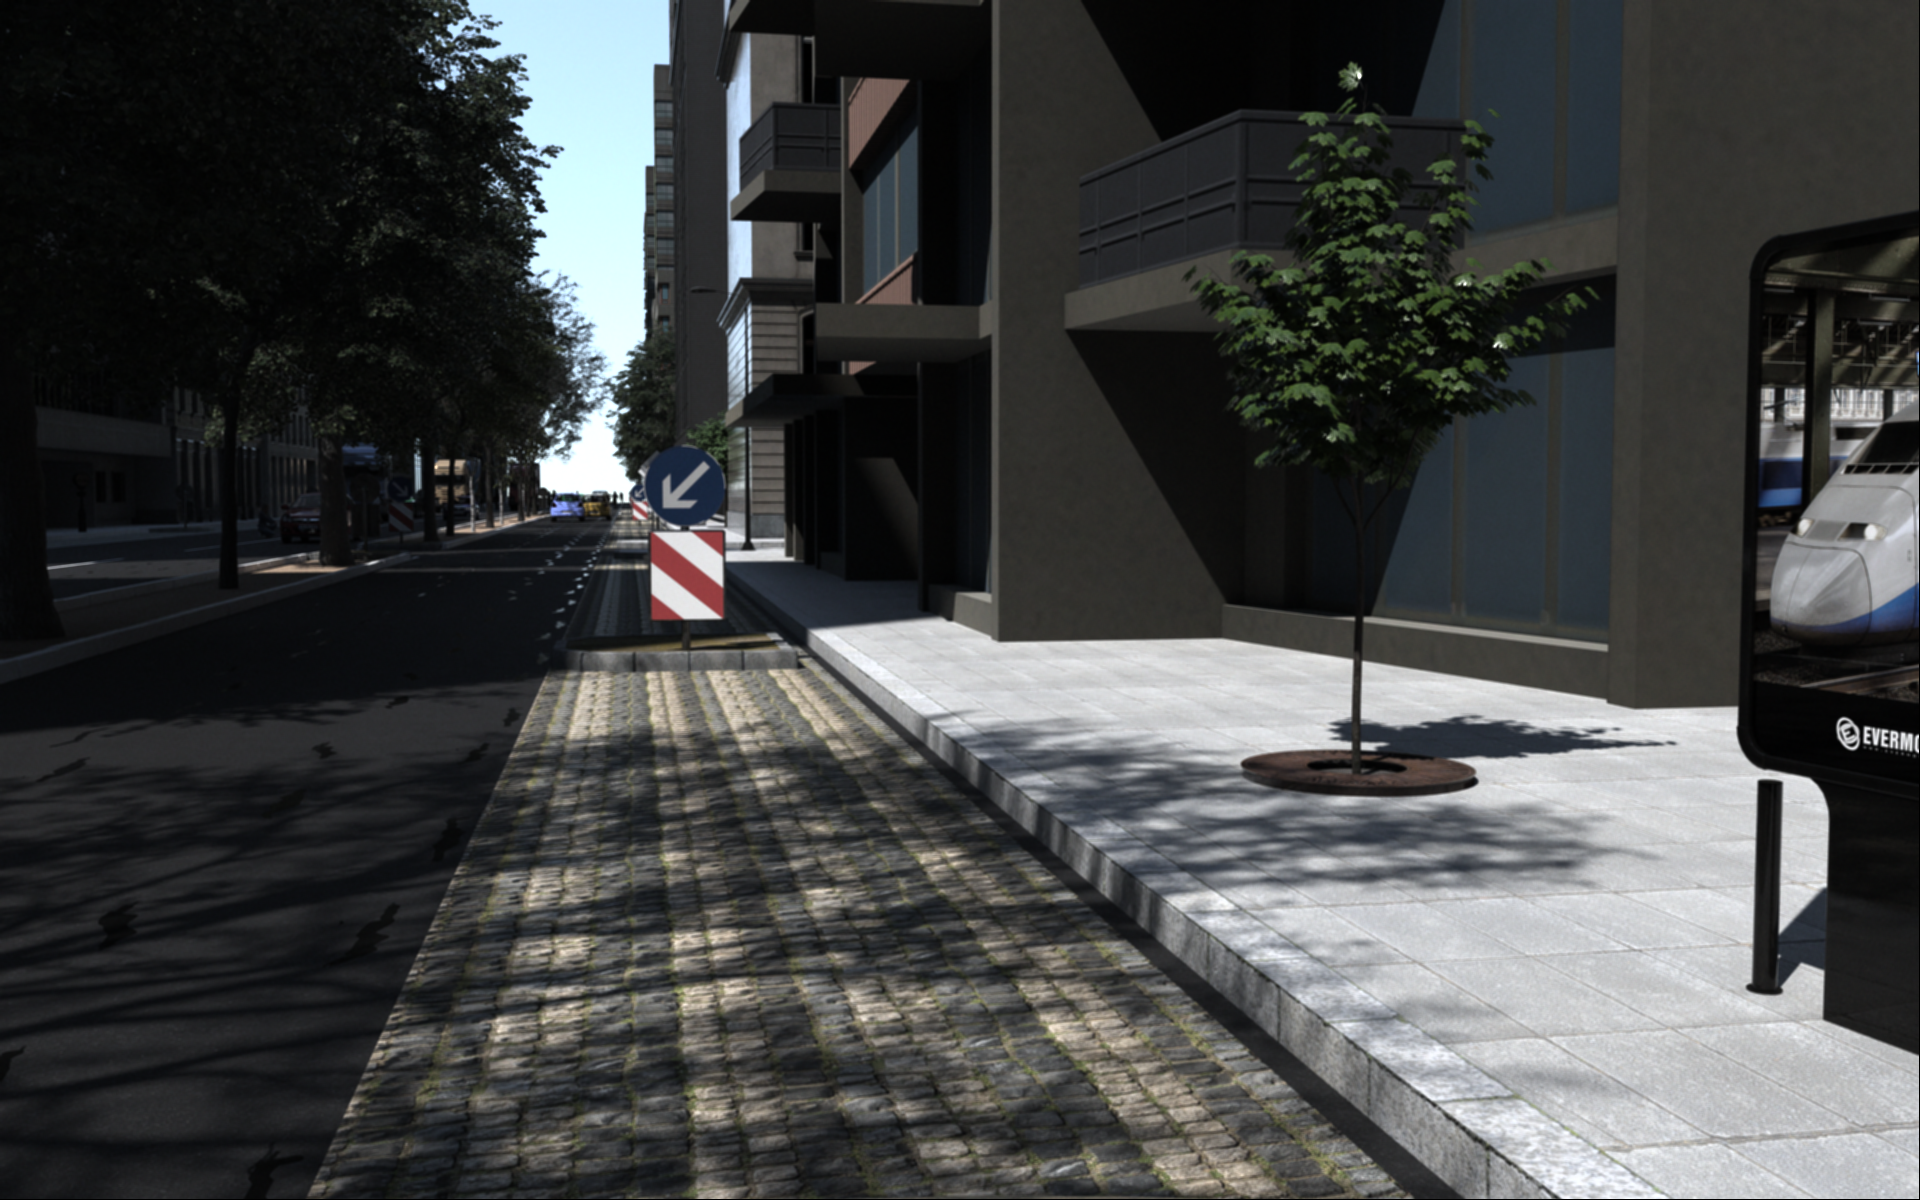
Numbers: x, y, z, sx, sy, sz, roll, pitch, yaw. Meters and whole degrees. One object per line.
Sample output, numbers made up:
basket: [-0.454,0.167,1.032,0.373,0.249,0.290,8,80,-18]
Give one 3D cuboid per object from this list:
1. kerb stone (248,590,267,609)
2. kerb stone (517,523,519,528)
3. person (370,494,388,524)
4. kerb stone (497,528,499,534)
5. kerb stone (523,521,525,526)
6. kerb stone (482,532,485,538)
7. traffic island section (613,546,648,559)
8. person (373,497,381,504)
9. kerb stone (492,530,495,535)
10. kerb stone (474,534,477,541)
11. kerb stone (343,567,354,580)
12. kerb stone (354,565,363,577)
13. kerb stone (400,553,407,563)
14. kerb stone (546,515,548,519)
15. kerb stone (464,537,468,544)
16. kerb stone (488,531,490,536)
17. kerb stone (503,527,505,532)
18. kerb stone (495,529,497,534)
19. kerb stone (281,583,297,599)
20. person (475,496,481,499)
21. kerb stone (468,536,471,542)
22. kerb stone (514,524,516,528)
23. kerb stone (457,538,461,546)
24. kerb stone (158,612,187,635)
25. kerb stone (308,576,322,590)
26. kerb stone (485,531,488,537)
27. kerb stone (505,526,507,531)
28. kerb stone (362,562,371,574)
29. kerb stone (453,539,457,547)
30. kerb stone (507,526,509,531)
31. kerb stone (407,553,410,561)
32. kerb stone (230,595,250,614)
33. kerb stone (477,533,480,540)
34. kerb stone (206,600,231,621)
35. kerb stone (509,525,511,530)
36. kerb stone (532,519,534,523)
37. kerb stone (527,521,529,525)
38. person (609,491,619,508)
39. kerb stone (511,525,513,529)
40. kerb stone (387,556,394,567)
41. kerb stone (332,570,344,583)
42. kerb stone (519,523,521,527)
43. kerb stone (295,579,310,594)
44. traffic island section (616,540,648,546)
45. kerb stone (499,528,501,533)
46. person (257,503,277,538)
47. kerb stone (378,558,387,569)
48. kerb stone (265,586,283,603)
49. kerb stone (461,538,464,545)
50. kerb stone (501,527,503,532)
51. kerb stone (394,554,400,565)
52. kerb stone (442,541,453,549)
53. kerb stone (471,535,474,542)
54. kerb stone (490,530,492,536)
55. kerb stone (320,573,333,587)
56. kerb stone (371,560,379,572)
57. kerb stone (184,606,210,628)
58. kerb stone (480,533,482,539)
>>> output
kerb stone: [-9.007,0.012,22.007,0.120,0.150,1.000,-1,4,-11]
kerb stone: [-18.756,-3.099,72.867,0.120,0.150,1.000,-1,4,-11]
person: [-27.250,-4.476,81.907,1.509,1.804,0.699,-2,4,-24]
kerb stone: [-16.628,-2.419,61.794,0.120,0.150,1.000,-1,4,-11]
kerb stone: [-19.526,-3.346,76.907,0.120,0.150,1.000,-1,4,-11]
kerb stone: [-15.475,-2.048,55.737,0.120,0.150,1.000,-1,4,-11]
traffic island section: [-6.799,-1.031,39.141,2.009,0.180,2.903,-1,4,-11]
person: [-27.210,-4.302,80.651,0.330,1.601,0.589,1,4,16]
kerb stone: [-16.246,-2.296,59.775,0.120,0.150,1.000,-1,4,-11]
kerb stone: [-14.891,-1.863,52.715,0.120,0.150,1.000,-1,4,-11]
kerb stone: [-10.354,-0.419,29.054,0.120,0.150,1.000,-1,4,-11]
kerb stone: [-10.549,-0.481,30.057,0.120,0.150,1.000,-1,4,-11]
kerb stone: [-11.707,-0.850,36.097,0.120,0.150,1.000,-1,4,-11]
kerb stone: [-23.580,-4.640,98.057,0.120,0.150,1.000,-1,4,-11]
kerb stone: [-14.312,-1.681,49.703,0.120,0.150,1.000,-1,4,-11]
kerb stone: [-15.865,-2.175,57.754,0.120,0.150,1.000,-1,4,-11]
kerb stone: [-17.214,-2.608,64.829,0.120,0.150,1.000,-1,4,-11]
kerb stone: [-16.439,-2.359,60.788,0.120,0.150,1.000,-1,4,-11]
kerb stone: [-9.392,-0.110,24.016,0.120,0.150,1.000,-1,4,-11]
person: [-46.570,-9.665,166.604,1.350,1.814,0.705,3,5,39]
kerb stone: [-14.507,-1.744,50.706,0.120,0.150,1.000,-1,4,-11]
kerb stone: [-18.373,-2.976,70.859,0.120,0.150,1.000,-1,4,-11]
kerb stone: [-13.923,-1.557,47.689,0.120,0.150,1.000,-1,4,-11]
kerb stone: [-8.234,0.261,17.968,0.120,0.150,1.000,-1,4,-11]
kerb stone: [-9.776,-0.234,26.025,0.120,0.150,1.000,-1,4,-11]
kerb stone: [-15.664,-2.113,56.745,0.120,0.150,1.000,-1,4,-11]
kerb stone: [-17.404,-2.665,65.834,0.120,0.150,1.000,-1,4,-11]
kerb stone: [-10.743,-0.542,31.061,0.120,0.150,1.000,-1,4,-11]
kerb stone: [-13.732,-1.496,46.679,0.120,0.150,1.000,-1,4,-11]
kerb stone: [-17.598,-2.731,66.840,0.120,0.150,1.000,-1,4,-11]
kerb stone: [-11.905,-0.912,37.100,0.120,0.150,1.000,-1,4,-11]
kerb stone: [-8.808,0.073,21.004,0.120,0.150,1.000,-1,4,-11]
kerb stone: [-15.084,-1.928,53.725,0.120,0.150,1.000,-1,4,-11]
kerb stone: [-8.624,0.135,19.993,0.120,0.150,1.000,-1,4,-11]
kerb stone: [-17.792,-2.792,67.843,0.120,0.150,1.000,-1,4,-11]
kerb stone: [-20.877,-3.771,83.951,0.120,0.150,1.000,-1,4,-11]
kerb stone: [-20.112,-3.526,79.919,0.120,0.150,1.000,-1,4,-11]
person: [-34.713,-10.072,173.909,0.721,1.736,1.217,3,4,39]
kerb stone: [-17.981,-2.854,68.853,0.120,0.150,1.000,-1,4,-11]
kerb stone: [-11.321,-0.727,34.090,0.120,0.150,1.000,-1,4,-11]
kerb stone: [-10.166,-0.355,28.049,0.120,0.150,1.000,-1,4,-11]
kerb stone: [-18.945,-3.160,73.881,0.120,0.150,1.000,-1,4,-11]
kerb stone: [-9.581,-0.167,25.020,0.120,0.150,1.000,-1,4,-11]
traffic island section: [-8.303,-1.511,46.984,2.009,0.180,2.903,-1,4,-11]
kerb stone: [-16.828,-2.479,62.810,0.120,0.150,1.000,-1,4,-11]
person: [-22.591,-2.611,56.688,0.738,1.151,1.012,0,4,-7]
kerb stone: [-11.130,-0.666,33.081,0.120,0.150,1.000,-1,4,-11]
kerb stone: [-9.196,-0.050,23.012,0.120,0.150,1.000,-1,4,-11]
kerb stone: [-14.122,-1.621,48.698,0.120,0.150,1.000,-1,4,-11]
kerb stone: [-17.023,-2.543,63.822,0.120,0.150,1.000,-1,4,-11]
kerb stone: [-11.519,-0.789,35.093,0.120,0.150,1.000,-1,4,-11]
kerb stone: [-13.547,-1.436,45.674,0.120,0.150,1.000,-1,4,-11]
kerb stone: [-14.699,-1.802,51.710,0.120,0.150,1.000,-1,4,-11]
kerb stone: [-16.051,-2.237,58.765,0.120,0.150,1.000,-1,4,-11]
kerb stone: [-9.978,-0.296,27.034,0.120,0.150,1.000,-1,4,-11]
kerb stone: [-10.935,-0.596,32.078,0.120,0.150,1.000,-1,4,-11]
kerb stone: [-8.428,0.197,18.976,0.120,0.150,1.000,-1,4,-11]
kerb stone: [-15.280,-1.986,54.734,0.120,0.150,1.000,-1,4,-11]
